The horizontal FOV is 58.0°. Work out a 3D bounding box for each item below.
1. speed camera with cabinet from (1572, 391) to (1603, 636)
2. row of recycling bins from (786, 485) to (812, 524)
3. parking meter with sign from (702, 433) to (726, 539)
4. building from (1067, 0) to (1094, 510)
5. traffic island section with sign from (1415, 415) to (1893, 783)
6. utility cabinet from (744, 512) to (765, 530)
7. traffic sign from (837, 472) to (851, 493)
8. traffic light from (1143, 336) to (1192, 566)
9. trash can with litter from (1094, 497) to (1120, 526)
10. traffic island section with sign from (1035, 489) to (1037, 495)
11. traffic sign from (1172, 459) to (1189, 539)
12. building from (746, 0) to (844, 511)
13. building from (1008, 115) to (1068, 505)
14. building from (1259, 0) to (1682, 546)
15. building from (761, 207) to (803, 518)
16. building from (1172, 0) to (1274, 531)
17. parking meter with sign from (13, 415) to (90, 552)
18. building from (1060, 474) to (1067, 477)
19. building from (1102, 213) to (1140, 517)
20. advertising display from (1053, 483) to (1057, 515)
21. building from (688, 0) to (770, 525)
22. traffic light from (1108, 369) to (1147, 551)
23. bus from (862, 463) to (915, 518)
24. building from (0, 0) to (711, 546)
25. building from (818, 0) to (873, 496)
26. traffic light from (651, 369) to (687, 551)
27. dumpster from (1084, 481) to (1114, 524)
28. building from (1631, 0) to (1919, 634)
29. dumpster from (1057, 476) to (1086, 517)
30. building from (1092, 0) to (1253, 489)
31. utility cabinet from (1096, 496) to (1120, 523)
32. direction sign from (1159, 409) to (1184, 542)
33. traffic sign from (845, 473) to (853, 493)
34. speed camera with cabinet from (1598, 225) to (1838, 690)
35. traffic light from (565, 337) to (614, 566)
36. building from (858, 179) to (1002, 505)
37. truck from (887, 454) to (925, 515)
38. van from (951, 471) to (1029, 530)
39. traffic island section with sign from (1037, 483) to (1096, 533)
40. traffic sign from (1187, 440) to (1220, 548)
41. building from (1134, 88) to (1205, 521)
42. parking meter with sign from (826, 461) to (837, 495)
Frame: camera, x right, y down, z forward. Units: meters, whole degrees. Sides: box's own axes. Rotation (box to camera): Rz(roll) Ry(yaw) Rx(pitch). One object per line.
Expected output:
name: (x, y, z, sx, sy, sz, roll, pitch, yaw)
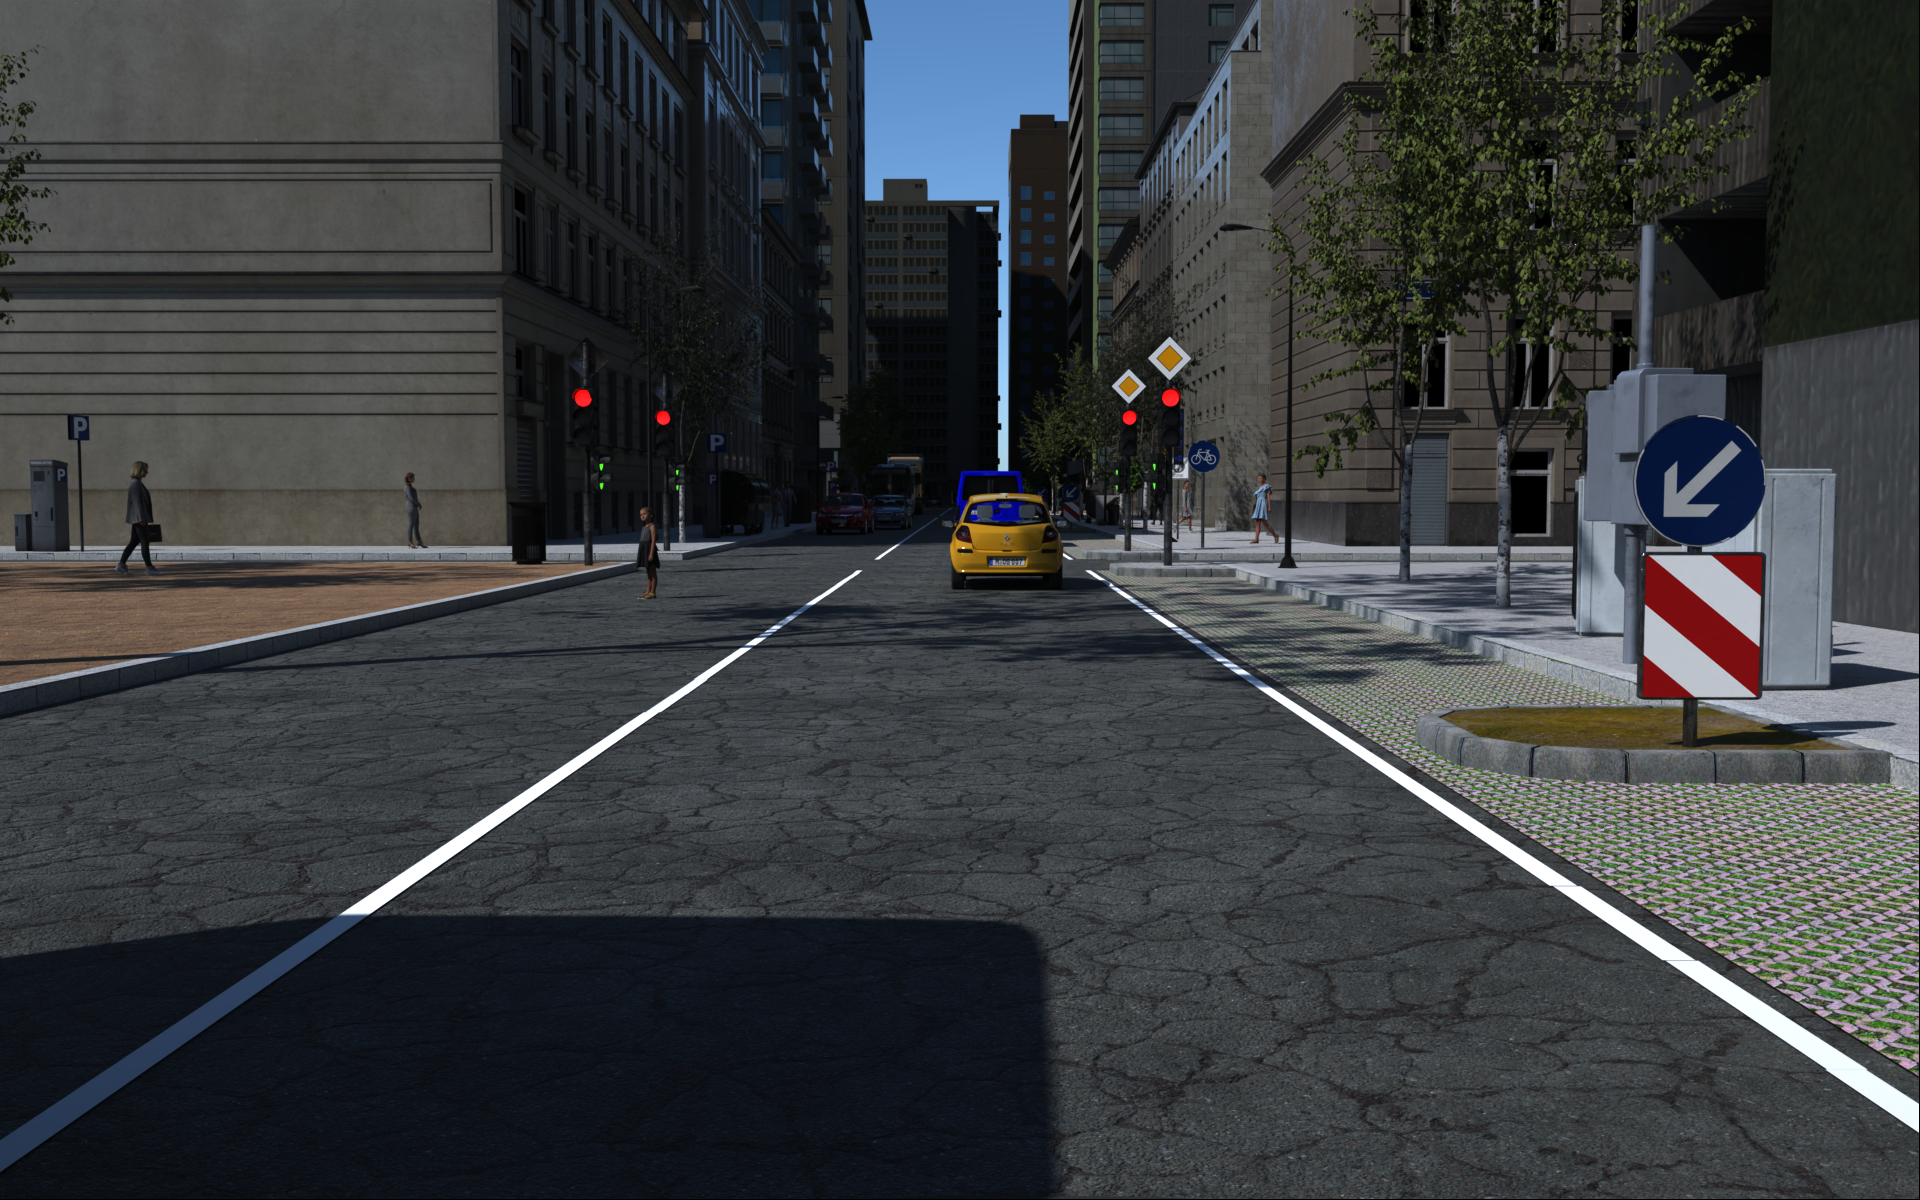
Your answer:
speed camera with cabinet: (5.818, -1.290, 15.420, 0.660, 3.252, 2.038, 1, 4, 17)
row of recycling bins: (-7.119, -4.251, 76.621, 1.069, 1.692, 3.534, 0, 4, 2)
parking meter with sign: (-7.253, -3.328, 50.679, 0.543, 3.016, 1.738, -1, 4, -18)
building: (20.293, -31.901, 145.288, 21.300, 48.544, 21.600, 0, 4, 0)
traffic island section with sign: (3.607, -0.051, 9.463, 1.989, 1.847, 2.006, 0, 4, 0)
utility cabinet: (-7.387, -3.272, 62.174, 0.318, 1.500, 1.173, 1, 4, 18)
traffic sign: (-6.802, -6.175, 100.961, 0.884, 2.594, 0.081, 0, 4, 6)
traffic light: (3.708, -2.570, 30.940, 0.839, 4.253, 0.868, 0, 4, 0)
trash can with litter: (6.044, -3.615, 70.500, 1.055, 1.170, 0.624, -1, 4, -14)
traffic island section with sign: (4.153, -5.044, 91.098, 1.989, 1.847, 2.006, 0, 4, 0)
traffic sign: (6.172, -2.868, 49.029, 0.606, 2.300, 0.079, 0, 4, 2)
building: (-21.245, -31.176, 129.343, 23.786, 49.044, 30.456, 0, 4, 0)
building: (13.029, -34.103, 207.698, 14.200, 45.320, 14.600, 0, 4, 0)
building: (21.596, -15.283, 47.136, 25.104, 27.353, 12.463, 0, 4, 0)
building: (-15.302, -14.456, 100.988, 10.561, 19.102, 19.286, 0, 4, 0)
building: (14.525, -13.045, 68.029, 10.420, 20.320, 16.860, 0, 4, 0)
parking meter with sign: (-20.338, -2.595, 38.687, 1.738, 3.016, 0.543, 1, 4, 15)
building: (22.287, -33.739, 171.240, 23.786, 49.044, 30.456, 0, 4, 0)
building: (14.565, -14.674, 104.543, 10.561, 19.102, 19.286, 0, 4, 0)
advertising display: (5.785, -6.130, 105.440, 0.123, 1.923, 0.974, 1, 4, 9)
building: (-16.619, -18.051, 81.039, 13.634, 28.700, 20.117, 0, 4, 0)
traffic light: (3.763, -3.058, 38.925, 0.839, 4.253, 0.868, 0, 4, 0)
bus: (-4.034, -6.561, 102.129, 2.948, 3.499, 13.247, 0, 4, -1)
building: (-18.305, -13.633, 56.185, 16.112, 22.955, 30.059, 0, 4, 0)
building: (-23.186, -35.656, 172.212, 27.495, 52.752, 28.713, 0, 4, 0)
traffic light: (-6.598, -3.062, 38.980, 0.839, 4.253, 0.868, 0, 4, 0)
dumpster: (6.106, -4.263, 75.462, 1.264, 1.857, 1.865, 0, 4, 0)
building: (15.848, -15.205, 20.304, 14.160, 30.474, 14.107, 0, 4, 0)
dumpster: (6.234, -5.761, 96.688, 1.502, 2.255, 1.985, 0, 4, 0)
building: (16.742, -27.164, 127.726, 14.154, 41.232, 14.086, 0, 4, 0)
utility cabinet: (6.329, -3.851, 74.118, 1.020, 1.237, 0.306, 1, 4, 16)
direction sign: (5.644, -3.320, 46.279, 0.379, 3.537, 0.876, -3, 4, -38)
traffic sign: (-6.693, -6.262, 102.483, 0.768, 2.556, 0.104, 0, 4, 5)
speed camera with cabinet: (5.335, -1.092, 12.198, 0.660, 3.252, 2.038, 0, 4, -6)
traffic light: (-6.653, -2.573, 30.995, 0.839, 4.253, 0.868, 0, 4, 0)
building: (-6.869, -32.068, 216.198, 23.993, 40.220, 32.217, 0, 4, 0)
truck: (-3.831, -8.182, 122.695, 2.839, 4.237, 11.283, 0, 4, -1)
van: (0.844, -2.681, 48.212, 2.240, 2.365, 5.245, 0, 4, 1)
traffic island section with sign: (3.974, -3.395, 64.143, 1.989, 1.847, 2.006, 0, 4, 0)
traffic sign: (5.785, -2.515, 41.225, 0.768, 2.556, 0.104, 0, 4, 1)
building: (14.297, -14.471, 85.746, 9.793, 20.994, 18.267, 0, 4, 0)
parking meter with sign: (-6.748, -5.816, 91.350, 0.543, 3.016, 1.738, -1, 4, -8)
